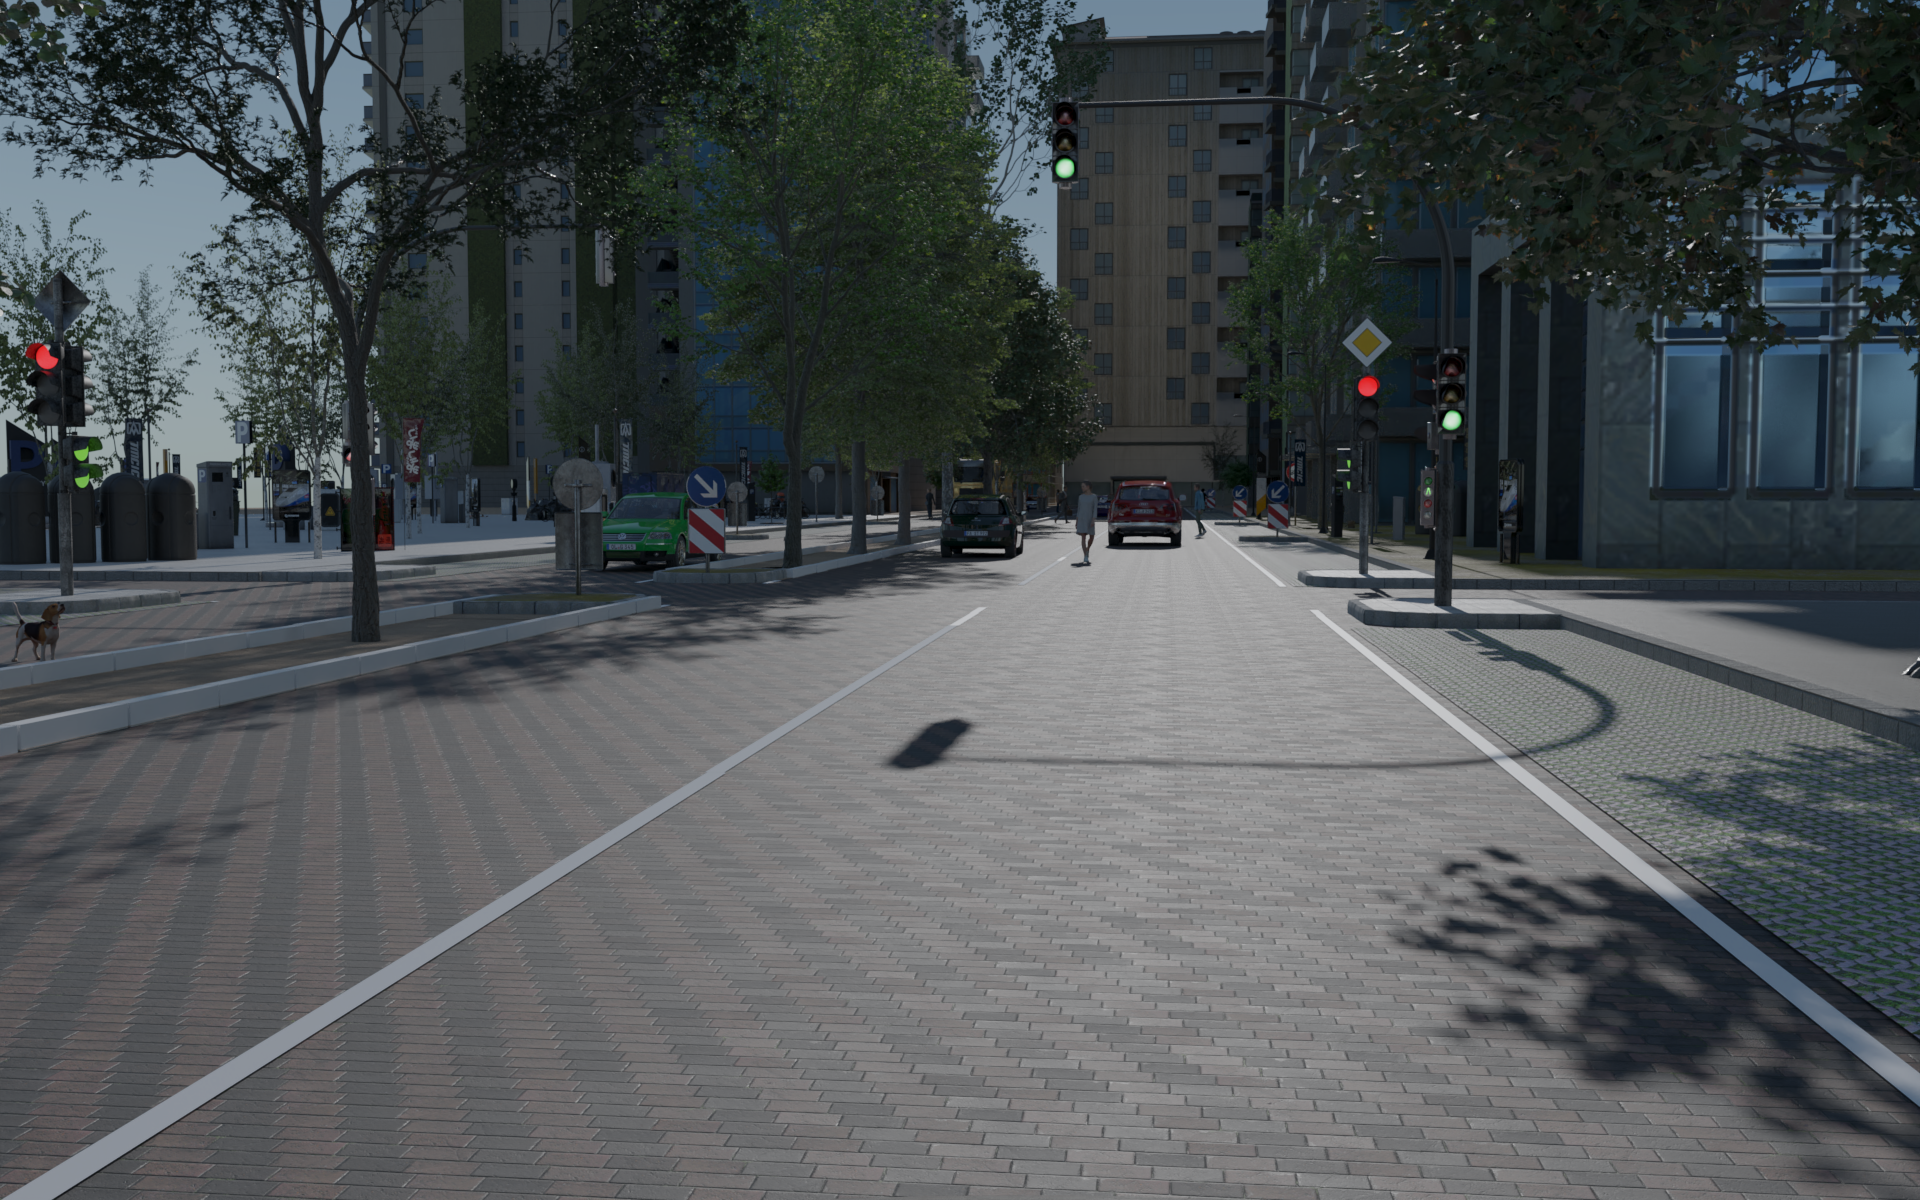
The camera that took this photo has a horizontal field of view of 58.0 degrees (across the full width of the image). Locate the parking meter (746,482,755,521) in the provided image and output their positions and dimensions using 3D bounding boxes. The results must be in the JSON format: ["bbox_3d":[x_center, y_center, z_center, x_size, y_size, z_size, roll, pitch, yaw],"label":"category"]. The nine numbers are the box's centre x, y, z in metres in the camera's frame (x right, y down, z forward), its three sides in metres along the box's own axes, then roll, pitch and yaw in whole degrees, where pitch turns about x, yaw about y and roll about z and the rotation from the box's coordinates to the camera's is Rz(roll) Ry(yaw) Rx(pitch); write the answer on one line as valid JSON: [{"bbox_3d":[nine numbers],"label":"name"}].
[{"bbox_3d":[-9.839,-4.629,81.388,0.399,1.863,0.255,-2,4,-28],"label":"parking meter"}]

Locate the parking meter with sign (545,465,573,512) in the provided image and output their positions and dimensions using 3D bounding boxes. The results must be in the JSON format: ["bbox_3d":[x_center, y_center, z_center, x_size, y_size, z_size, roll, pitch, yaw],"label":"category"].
[{"bbox_3d":[-23.734,-6.518,102.828,1.738,3.016,0.543,2,4,26],"label":"parking meter with sign"}]

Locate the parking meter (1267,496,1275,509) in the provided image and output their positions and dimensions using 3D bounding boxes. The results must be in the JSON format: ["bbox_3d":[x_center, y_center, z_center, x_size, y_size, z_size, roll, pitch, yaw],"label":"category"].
[{"bbox_3d":[15.156,-4.644,84.332,0.372,1.533,0.369,0,3,0],"label":"parking meter"}]

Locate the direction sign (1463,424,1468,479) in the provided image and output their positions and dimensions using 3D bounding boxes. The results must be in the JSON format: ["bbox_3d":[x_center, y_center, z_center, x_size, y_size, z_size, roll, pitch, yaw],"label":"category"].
[{"bbox_3d":[16.569,-3.941,56.435,0.379,3.537,0.876,3,4,37],"label":"direction sign"}]

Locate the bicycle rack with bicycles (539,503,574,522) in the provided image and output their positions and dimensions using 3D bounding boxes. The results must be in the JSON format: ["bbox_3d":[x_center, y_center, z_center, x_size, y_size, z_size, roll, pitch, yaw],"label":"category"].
[{"bbox_3d":[-18.032,-4.097,80.366,2.925,0.926,2.852,-1,4,-21],"label":"bicycle rack with bicycles"}]

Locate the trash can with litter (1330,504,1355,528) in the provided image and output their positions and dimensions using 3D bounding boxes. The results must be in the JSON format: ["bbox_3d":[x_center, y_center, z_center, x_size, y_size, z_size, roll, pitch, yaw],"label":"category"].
[{"bbox_3d":[14.453,-3.293,65.231,1.055,1.170,0.624,1,4,12],"label":"trash can with litter"}]

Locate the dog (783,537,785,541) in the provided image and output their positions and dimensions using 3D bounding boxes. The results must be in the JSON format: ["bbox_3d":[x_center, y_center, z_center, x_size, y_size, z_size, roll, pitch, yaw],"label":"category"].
[{"bbox_3d":[-5.133,-2.004,52.952,0.550,0.427,0.748,0,4,0],"label":"dog"}]

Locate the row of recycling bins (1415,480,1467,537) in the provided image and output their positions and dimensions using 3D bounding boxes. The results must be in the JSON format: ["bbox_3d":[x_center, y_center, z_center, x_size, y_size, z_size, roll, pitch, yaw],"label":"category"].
[{"bbox_3d":[15.110,-2.852,53.735,1.069,1.692,3.534,0,4,-6],"label":"row of recycling bins"}]

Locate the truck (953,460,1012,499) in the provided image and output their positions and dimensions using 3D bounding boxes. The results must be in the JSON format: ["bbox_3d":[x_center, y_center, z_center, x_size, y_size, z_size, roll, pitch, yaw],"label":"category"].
[{"bbox_3d":[1.242,-6.331,99.432,3.469,3.379,9.791,0,4,8],"label":"truck"}]

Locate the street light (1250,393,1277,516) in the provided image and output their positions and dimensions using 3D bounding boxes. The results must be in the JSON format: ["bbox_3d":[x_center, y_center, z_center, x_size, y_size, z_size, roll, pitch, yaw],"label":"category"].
[{"bbox_3d":[14.151,-6.524,79.208,1.470,5.913,1.316,0,4,7],"label":"street light"}]

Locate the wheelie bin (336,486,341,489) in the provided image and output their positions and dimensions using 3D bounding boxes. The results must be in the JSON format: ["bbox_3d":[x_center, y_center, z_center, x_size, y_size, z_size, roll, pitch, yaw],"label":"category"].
[{"bbox_3d":[-24.039,-3.614,66.996,0.693,1.594,0.980,-1,4,-10],"label":"wheelie bin"}]

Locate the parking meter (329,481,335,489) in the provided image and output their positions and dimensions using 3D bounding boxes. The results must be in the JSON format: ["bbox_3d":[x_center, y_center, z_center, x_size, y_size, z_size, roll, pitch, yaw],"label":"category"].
[{"bbox_3d":[-28.041,-4.383,77.380,0.255,1.863,0.399,-1,4,-17],"label":"parking meter"}]

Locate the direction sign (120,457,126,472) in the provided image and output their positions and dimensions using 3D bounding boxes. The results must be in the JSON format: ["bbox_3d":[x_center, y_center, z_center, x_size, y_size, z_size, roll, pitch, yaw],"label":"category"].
[{"bbox_3d":[-51.589,-7.026,106.870,0.876,3.537,0.379,3,5,41],"label":"direction sign"}]

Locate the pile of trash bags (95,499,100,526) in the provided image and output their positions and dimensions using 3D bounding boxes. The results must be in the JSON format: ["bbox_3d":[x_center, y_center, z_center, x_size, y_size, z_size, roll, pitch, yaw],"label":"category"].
[{"bbox_3d":[-35.356,-3.653,69.476,1.912,1.369,3.447,1,4,21],"label":"pile of trash bags"}]

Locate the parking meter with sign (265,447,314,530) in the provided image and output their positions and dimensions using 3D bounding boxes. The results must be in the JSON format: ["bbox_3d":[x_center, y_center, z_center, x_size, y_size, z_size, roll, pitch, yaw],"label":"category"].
[{"bbox_3d":[-23.828,-4.016,61.926,1.738,3.016,0.543,-2,4,-33],"label":"parking meter with sign"}]

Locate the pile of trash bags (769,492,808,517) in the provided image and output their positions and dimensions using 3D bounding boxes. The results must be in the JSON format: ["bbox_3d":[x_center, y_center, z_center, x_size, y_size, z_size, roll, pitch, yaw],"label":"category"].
[{"bbox_3d":[-9.704,-5.316,96.666,1.912,1.369,3.447,-1,4,-20],"label":"pile of trash bags"}]

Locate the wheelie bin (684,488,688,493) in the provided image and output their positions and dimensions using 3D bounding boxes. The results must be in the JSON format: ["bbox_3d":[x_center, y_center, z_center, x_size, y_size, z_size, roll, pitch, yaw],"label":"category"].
[{"bbox_3d":[-13.877,-4.796,86.329,0.980,1.594,0.693,2,4,27],"label":"wheelie bin"}]

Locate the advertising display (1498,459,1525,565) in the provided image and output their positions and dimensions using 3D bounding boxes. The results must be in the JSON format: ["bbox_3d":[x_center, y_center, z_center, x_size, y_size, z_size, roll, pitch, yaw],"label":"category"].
[{"bbox_3d":[10.143,-1.633,31.908,0.123,1.923,0.974,0,4,-3],"label":"advertising display"}]

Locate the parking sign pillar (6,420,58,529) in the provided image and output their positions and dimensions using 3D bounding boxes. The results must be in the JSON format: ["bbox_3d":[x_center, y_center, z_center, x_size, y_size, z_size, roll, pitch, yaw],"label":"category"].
[{"bbox_3d":[-33.852,-4.554,62.931,1.447,3.967,1.447,-3,4,-37],"label":"parking sign pillar"}]

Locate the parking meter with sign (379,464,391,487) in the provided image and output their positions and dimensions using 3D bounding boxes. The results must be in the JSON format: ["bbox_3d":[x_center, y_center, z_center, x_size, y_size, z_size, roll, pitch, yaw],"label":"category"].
[{"bbox_3d":[-33.740,-6.433,101.447,0.543,3.016,1.738,-2,4,-29],"label":"parking meter with sign"}]

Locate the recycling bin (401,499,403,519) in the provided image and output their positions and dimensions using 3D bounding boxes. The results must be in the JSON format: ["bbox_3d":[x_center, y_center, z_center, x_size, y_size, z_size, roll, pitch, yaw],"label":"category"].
[{"bbox_3d":[-28.738,-4.606,87.865,0.722,1.027,0.722,-3,4,-37],"label":"recycling bin"}]

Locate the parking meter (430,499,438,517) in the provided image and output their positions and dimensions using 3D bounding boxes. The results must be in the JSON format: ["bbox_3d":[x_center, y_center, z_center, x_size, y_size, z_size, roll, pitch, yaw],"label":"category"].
[{"bbox_3d":[-30.122,-5.709,99.055,0.399,1.863,0.255,0,4,2],"label":"parking meter"}]

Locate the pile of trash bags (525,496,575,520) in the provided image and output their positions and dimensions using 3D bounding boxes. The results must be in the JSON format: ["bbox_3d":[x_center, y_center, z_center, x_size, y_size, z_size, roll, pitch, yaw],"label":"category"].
[{"bbox_3d":[-19.841,-4.629,85.435,1.912,1.369,3.447,1,4,21],"label":"pile of trash bags"}]

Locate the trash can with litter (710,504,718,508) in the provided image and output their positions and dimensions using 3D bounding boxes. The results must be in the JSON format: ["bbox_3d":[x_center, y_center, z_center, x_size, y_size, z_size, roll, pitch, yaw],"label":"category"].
[{"bbox_3d":[-9.041,-3.030,60.920,1.055,1.170,0.624,-1,4,-12],"label":"trash can with litter"}]

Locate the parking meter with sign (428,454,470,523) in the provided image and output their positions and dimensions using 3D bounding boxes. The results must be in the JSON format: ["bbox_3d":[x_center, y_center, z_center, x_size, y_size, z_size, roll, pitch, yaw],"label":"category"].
[{"bbox_3d":[-22.434,-4.883,76.094,0.543,3.016,1.738,3,5,43],"label":"parking meter with sign"}]

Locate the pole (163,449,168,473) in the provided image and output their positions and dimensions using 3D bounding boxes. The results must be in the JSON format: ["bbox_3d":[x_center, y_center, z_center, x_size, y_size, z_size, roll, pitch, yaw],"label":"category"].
[{"bbox_3d":[-35.928,-5.170,78.379,0.158,3.312,0.155,0,3,0],"label":"pole"}]

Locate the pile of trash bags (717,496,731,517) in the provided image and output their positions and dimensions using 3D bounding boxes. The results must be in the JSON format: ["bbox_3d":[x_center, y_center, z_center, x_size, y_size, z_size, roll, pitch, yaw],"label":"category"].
[{"bbox_3d":[-13.470,-5.304,96.480,1.912,1.369,3.447,0,4,-1],"label":"pile of trash bags"}]

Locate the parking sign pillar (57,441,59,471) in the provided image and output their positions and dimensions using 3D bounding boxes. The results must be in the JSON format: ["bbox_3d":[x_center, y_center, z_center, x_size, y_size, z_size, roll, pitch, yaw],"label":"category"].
[{"bbox_3d":[-42.812,-5.788,83.111,1.447,3.967,1.447,-3,5,-42],"label":"parking sign pillar"}]

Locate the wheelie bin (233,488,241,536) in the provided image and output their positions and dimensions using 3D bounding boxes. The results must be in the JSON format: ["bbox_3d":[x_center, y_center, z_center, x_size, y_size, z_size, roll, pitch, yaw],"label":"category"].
[{"bbox_3d":[-22.583,-2.779,53.351,0.980,1.594,0.693,3,5,45],"label":"wheelie bin"}]

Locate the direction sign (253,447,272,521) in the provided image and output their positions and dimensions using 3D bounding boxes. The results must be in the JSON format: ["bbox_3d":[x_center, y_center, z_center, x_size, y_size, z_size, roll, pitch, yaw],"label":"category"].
[{"bbox_3d":[-33.652,-5.604,83.626,0.876,3.537,0.379,0,4,4],"label":"direction sign"}]

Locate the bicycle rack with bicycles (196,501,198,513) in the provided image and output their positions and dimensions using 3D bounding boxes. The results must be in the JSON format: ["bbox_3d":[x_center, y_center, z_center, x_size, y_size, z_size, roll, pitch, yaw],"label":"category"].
[{"bbox_3d":[-37.835,-4.452,86.173,2.852,0.926,2.925,-3,4,-36],"label":"bicycle rack with bicycles"}]

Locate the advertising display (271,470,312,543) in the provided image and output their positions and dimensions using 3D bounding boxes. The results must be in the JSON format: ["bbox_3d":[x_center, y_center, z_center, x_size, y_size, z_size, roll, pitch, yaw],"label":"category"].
[{"bbox_3d":[-17.614,-2.474,45.659,0.974,1.923,0.123,-1,4,-9],"label":"advertising display"}]

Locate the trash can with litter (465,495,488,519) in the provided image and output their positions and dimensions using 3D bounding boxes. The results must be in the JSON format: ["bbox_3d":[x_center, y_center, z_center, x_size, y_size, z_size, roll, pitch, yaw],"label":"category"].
[{"bbox_3d":[-26.807,-5.222,96.442,1.678,1.210,2.233,1,4,9],"label":"trash can with litter"}]

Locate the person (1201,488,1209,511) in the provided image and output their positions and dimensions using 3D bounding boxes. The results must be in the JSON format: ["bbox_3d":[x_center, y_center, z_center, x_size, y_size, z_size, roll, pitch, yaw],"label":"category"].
[{"bbox_3d":[18.604,-7.603,132.439,1.348,1.869,0.705,3,4,37],"label":"person"}]

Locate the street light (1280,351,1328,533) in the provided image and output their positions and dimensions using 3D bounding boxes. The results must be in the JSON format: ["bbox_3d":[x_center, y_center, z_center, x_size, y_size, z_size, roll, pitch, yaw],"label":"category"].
[{"bbox_3d":[11.341,-5.134,56.490,1.470,5.913,1.316,0,4,7],"label":"street light"}]

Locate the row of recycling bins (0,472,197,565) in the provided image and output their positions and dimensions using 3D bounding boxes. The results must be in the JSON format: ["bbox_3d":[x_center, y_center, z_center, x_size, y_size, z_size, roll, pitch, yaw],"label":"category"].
[{"bbox_3d":[-16.247,-1.563,32.669,3.534,1.692,1.069,-3,5,-44],"label":"row of recycling bins"}]

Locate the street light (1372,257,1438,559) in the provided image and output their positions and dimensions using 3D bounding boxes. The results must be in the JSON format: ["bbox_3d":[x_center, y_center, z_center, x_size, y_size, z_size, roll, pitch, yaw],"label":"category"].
[{"bbox_3d":[8.765,-3.760,34.017,1.470,5.913,1.316,0,4,7],"label":"street light"}]

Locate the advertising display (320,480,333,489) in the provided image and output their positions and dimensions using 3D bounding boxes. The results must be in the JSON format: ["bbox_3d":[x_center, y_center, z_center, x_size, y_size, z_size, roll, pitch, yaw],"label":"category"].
[{"bbox_3d":[-30.140,-4.706,82.160,0.974,1.923,0.123,0,4,-6],"label":"advertising display"}]

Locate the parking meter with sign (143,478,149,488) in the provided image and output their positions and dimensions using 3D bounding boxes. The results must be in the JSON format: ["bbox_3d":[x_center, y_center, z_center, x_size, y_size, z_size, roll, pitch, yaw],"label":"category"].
[{"bbox_3d":[-39.252,-5.343,83.612,1.738,3.016,0.543,-2,4,-23],"label":"parking meter with sign"}]

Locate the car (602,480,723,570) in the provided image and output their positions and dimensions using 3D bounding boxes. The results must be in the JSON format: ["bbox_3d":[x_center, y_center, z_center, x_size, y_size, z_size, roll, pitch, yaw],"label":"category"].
[{"bbox_3d":[-5.893,-1.527,33.765,1.959,1.807,4.718,0,4,7],"label":"car"}]

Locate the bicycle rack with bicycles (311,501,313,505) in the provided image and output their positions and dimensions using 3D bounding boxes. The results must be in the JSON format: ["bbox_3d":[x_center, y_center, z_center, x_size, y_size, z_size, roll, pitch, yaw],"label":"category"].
[{"bbox_3d":[-33.234,-4.745,90.966,2.925,0.926,2.852,1,4,11],"label":"bicycle rack with bicycles"}]

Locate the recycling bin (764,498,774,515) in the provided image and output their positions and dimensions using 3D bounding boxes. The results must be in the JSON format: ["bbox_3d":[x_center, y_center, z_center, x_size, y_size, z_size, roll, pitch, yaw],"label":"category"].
[{"bbox_3d":[-11.488,-5.663,105.150,0.722,1.027,0.722,-1,4,-12],"label":"recycling bin"}]

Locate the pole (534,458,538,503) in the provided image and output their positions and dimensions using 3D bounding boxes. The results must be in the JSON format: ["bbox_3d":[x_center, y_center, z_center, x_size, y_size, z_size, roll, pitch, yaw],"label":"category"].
[{"bbox_3d":[-24.263,-6.436,99.074,0.158,3.312,0.155,0,3,0],"label":"pole"}]

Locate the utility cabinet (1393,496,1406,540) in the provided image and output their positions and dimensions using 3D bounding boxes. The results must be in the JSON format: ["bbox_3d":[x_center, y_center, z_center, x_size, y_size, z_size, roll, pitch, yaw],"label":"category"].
[{"bbox_3d":[12.452,-2.319,49.083,0.306,1.237,1.020,1,4,17],"label":"utility cabinet"}]

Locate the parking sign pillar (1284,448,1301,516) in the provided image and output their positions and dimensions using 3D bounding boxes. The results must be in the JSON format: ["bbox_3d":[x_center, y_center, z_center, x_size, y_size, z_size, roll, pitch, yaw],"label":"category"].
[{"bbox_3d":[19.161,-6.873,100.844,1.447,3.967,1.447,1,4,17],"label":"parking sign pillar"}]

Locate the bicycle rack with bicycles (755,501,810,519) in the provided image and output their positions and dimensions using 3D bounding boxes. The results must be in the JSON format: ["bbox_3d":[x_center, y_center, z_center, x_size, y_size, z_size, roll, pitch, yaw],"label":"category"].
[{"bbox_3d":[-9.507,-4.628,89.051,2.925,0.926,2.852,1,4,22],"label":"bicycle rack with bicycles"}]

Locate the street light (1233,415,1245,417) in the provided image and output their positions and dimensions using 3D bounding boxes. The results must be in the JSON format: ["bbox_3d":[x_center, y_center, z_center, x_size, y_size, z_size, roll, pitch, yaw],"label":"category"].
[{"bbox_3d":[16.707,-7.899,101.684,1.470,5.913,1.316,0,4,7],"label":"street light"}]

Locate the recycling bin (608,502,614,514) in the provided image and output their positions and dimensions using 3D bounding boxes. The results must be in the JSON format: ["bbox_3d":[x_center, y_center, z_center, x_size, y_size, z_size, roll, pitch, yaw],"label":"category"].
[{"bbox_3d":[-20.294,-5.344,99.927,0.722,1.027,0.722,1,4,16],"label":"recycling bin"}]

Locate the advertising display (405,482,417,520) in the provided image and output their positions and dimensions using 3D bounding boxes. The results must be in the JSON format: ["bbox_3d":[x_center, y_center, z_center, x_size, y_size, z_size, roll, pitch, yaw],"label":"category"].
[{"bbox_3d":[-27.181,-4.914,85.555,0.123,1.923,0.974,1,4,18],"label":"advertising display"}]

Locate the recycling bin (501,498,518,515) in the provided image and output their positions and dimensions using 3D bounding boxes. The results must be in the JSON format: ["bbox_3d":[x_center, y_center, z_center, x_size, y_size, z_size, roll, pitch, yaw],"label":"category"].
[{"bbox_3d":[-27.794,-5.769,106.880,0.722,1.027,0.722,2,4,30],"label":"recycling bin"}]

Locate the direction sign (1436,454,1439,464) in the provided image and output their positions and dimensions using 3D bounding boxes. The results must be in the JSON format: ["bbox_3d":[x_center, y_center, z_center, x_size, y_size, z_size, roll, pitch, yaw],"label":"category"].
[{"bbox_3d":[15.607,-3.940,56.419,0.379,3.537,0.876,-1,4,-14],"label":"direction sign"}]

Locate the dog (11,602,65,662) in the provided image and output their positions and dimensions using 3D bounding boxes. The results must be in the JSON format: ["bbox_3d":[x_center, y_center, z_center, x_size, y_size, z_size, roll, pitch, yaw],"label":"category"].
[{"bbox_3d":[-7.863,0.276,14.782,0.540,0.507,0.406,-1,4,-10],"label":"dog"}]

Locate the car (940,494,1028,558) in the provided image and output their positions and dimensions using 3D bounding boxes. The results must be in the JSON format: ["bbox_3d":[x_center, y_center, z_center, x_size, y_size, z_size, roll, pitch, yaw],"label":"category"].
[{"bbox_3d":[0.551,-1.875,40.436,2.009,1.686,4.222,0,4,6],"label":"car"}]

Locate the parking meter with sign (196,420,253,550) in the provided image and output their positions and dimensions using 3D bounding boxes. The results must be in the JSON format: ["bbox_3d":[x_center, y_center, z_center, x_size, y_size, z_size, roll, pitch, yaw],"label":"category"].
[{"bbox_3d":[-17.425,-2.703,40.453,0.543,3.016,1.738,2,4,32],"label":"parking meter with sign"}]

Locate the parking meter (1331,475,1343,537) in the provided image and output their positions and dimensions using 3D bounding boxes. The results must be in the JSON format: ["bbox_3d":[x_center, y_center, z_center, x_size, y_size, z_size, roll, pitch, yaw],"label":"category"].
[{"bbox_3d":[11.246,-2.809,51.638,0.255,1.863,0.399,0,4,-6],"label":"parking meter"}]

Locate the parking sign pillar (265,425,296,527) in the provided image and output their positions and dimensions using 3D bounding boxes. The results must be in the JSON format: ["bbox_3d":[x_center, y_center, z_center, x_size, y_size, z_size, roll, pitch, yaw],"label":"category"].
[{"bbox_3d":[-26.184,-4.808,67.089,1.447,3.967,1.447,-3,5,-43],"label":"parking sign pillar"}]

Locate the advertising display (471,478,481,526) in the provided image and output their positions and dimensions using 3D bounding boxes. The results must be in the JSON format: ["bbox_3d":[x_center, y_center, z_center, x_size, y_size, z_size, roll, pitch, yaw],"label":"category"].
[{"bbox_3d":[-19.334,-3.913,69.198,0.123,1.923,0.974,-2,4,-30],"label":"advertising display"}]
